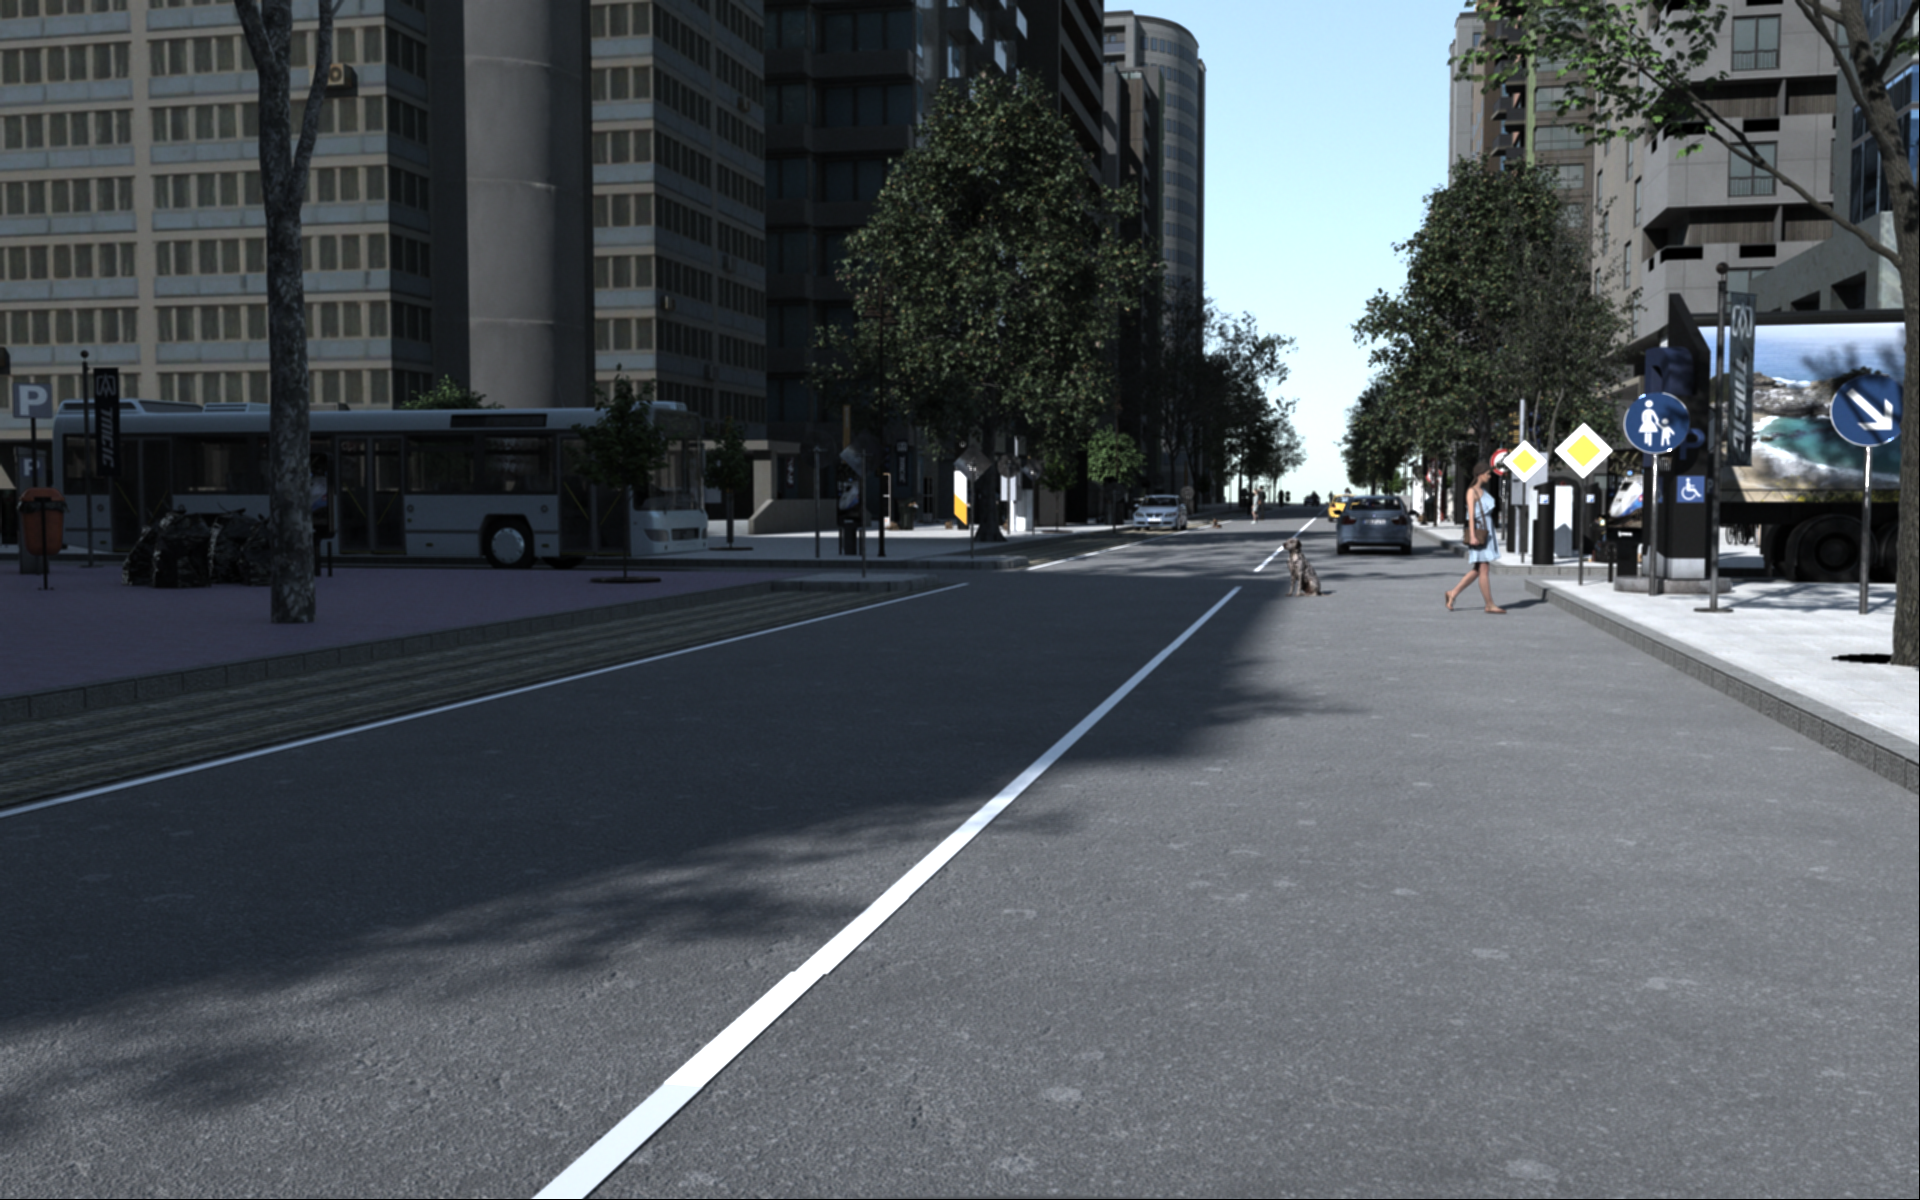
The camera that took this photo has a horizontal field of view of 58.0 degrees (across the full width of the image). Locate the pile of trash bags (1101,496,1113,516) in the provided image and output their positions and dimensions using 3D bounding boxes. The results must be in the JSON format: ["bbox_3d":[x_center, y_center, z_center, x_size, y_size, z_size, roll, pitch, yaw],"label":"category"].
[{"bbox_3d":[8.577,-5.611,101.497,1.912,1.369,3.447,0,4,-6],"label":"pile of trash bags"}]

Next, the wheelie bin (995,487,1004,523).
[{"bbox_3d":[1.492,-4.097,74.895,0.693,1.594,0.980,-2,4,-29],"label":"wheelie bin"}]

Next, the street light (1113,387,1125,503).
[{"bbox_3d":[6.539,-6.068,71.994,0.468,5.910,1.993,1,4,12],"label":"street light"}]

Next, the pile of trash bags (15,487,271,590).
[{"bbox_3d":[-11.210,-0.882,24.177,3.447,1.369,1.912,-2,4,-31],"label":"pile of trash bags"}]

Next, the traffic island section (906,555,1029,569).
[{"bbox_3d":[0.221,-0.742,34.415,2.009,0.180,2.903,1,4,12],"label":"traffic island section"}]

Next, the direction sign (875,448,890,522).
[{"bbox_3d":[-3.584,-5.369,79.773,0.876,3.537,0.379,-3,5,-43],"label":"direction sign"}]

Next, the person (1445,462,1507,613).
[{"bbox_3d":[6.217,-0.753,20.903,0.778,1.811,0.616,3,4,38],"label":"person"}]

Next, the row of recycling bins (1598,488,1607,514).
[{"bbox_3d":[28.115,-4.343,78.124,3.534,1.692,1.069,2,4,32],"label":"row of recycling bins"}]

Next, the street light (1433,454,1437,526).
[{"bbox_3d":[18.849,-5.855,68.517,0.468,5.910,1.993,1,4,12],"label":"street light"}]

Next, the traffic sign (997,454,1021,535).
[{"bbox_3d":[1.529,-3.326,54.493,0.768,2.556,0.104,1,4,17],"label":"traffic sign"}]

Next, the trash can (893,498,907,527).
[{"bbox_3d":[-2.220,-3.348,66.386,0.748,1.137,0.748,0,3,0],"label":"trash can"}]

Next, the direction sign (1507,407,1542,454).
[{"bbox_3d":[14.712,-3.255,45.217,0.876,3.537,0.379,3,4,37],"label":"direction sign"}]

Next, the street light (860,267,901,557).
[{"bbox_3d":[-1.607,-3.828,35.380,0.468,5.910,1.993,1,4,12],"label":"street light"}]

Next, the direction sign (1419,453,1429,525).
[{"bbox_3d":[19.281,-4.884,71.854,0.379,3.537,0.876,2,4,26],"label":"direction sign"}]

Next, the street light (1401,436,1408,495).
[{"bbox_3d":[27.460,-8.208,106.990,0.468,5.910,1.993,1,4,12],"label":"street light"}]

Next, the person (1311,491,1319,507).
[{"bbox_3d":[39.624,-11.261,193.172,0.990,1.755,0.434,0,4,-2],"label":"person"}]

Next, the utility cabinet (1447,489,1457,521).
[{"bbox_3d":[24.445,-4.647,84.658,0.318,1.500,1.173,-1,4,-21],"label":"utility cabinet"}]

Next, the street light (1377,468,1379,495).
[{"bbox_3d":[43.398,-12.661,179.789,0.468,5.910,1.993,1,4,12],"label":"street light"}]

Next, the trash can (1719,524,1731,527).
[{"bbox_3d":[29.613,-3.379,66.903,0.748,1.137,0.748,0,3,0],"label":"trash can"}]

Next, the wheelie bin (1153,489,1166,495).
[{"bbox_3d":[12.384,-6.099,107.619,0.980,1.594,0.693,2,4,29],"label":"wheelie bin"}]

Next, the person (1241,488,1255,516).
[{"bbox_3d":[18.738,-6.304,111.584,1.348,1.823,0.705,0,3,0],"label":"person"}]

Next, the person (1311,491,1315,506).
[{"bbox_3d":[43.636,-12.576,214.097,1.348,1.826,0.705,3,5,43],"label":"person"}]

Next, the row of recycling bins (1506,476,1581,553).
[{"bbox_3d":[13.183,-1.962,39.198,1.069,1.692,3.534,2,4,34],"label":"row of recycling bins"}]

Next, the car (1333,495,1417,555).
[{"bbox_3d":[10.128,-1.852,42.283,2.014,1.417,4.499,1,4,14],"label":"car"}]

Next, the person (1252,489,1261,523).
[{"bbox_3d":[14.525,-4.622,85.080,0.522,1.701,0.512,0,4,-3],"label":"person"}]

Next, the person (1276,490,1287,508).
[{"bbox_3d":[33.654,-10.587,181.224,1.348,1.869,0.705,3,5,44],"label":"person"}]

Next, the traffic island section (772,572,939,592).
[{"bbox_3d":[-1.498,-0.265,26.617,2.009,0.180,2.903,1,4,12],"label":"traffic island section"}]

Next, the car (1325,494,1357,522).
[{"bbox_3d":[19.979,-4.867,89.801,2.015,1.641,3.980,1,4,11],"label":"car"}]

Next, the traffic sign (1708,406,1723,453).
[{"bbox_3d":[10.134,-1.462,24.007,0.768,2.556,0.104,1,4,20],"label":"traffic sign"}]

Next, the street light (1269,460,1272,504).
[{"bbox_3d":[40.737,-15.567,227.304,0.468,5.910,1.993,1,4,12],"label":"street light"}]

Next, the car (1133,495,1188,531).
[{"bbox_3d":[7.940,-3.444,68.319,2.014,1.417,4.499,1,4,14],"label":"car"}]

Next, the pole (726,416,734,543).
[{"bbox_3d":[-6.025,-3.149,45.337,0.158,3.312,0.155,0,3,0],"label":"pole"}]

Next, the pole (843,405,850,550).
[{"bbox_3d":[-2.598,-2.807,39.733,0.158,3.312,0.155,0,3,0],"label":"pole"}]

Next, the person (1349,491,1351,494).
[{"bbox_3d":[35.012,-8.975,156.037,0.742,1.727,0.445,-1,4,-18],"label":"person"}]

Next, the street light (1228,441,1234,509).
[{"bbox_3d":[22.913,-10.639,146.737,0.468,5.910,1.993,1,4,12],"label":"street light"}]

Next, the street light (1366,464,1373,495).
[{"bbox_3d":[53.247,-15.381,224.260,0.468,5.910,1.993,1,4,12],"label":"street light"}]

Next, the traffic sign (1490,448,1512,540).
[{"bbox_3d":[15.155,-2.945,48.257,0.768,2.556,0.104,1,4,17],"label":"traffic sign"}]

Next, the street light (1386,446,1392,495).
[{"bbox_3d":[35.505,-10.433,143.373,0.468,5.910,1.993,1,4,12],"label":"street light"}]

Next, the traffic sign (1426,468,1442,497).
[{"bbox_3d":[22.672,-5.065,82.917,0.768,2.556,0.104,1,4,16],"label":"traffic sign"}]

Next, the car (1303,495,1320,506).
[{"bbox_3d":[42.445,-12.019,209.088,1.945,1.354,3.894,1,4,13],"label":"car"}]

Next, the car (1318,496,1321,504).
[{"bbox_3d":[49.287,-13.986,241.257,1.945,1.354,3.894,1,4,12],"label":"car"}]

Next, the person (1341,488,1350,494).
[{"bbox_3d":[21.604,-5.410,97.226,0.793,1.790,0.793,-3,5,-39],"label":"person"}]

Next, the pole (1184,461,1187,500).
[{"bbox_3d":[14.031,-6.956,107.580,0.158,3.312,0.155,0,3,0],"label":"pole"}]

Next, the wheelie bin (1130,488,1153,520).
[{"bbox_3d":[8.803,-4.716,85.007,0.980,1.594,0.693,1,4,20],"label":"wheelie bin"}]

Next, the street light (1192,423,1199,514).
[{"bbox_3d":[14.964,-8.413,110.334,0.468,5.910,1.993,1,4,12],"label":"street light"}]

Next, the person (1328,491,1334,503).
[{"bbox_3d":[46.366,-12.704,216.290,1.350,1.814,0.705,-2,4,-34],"label":"person"}]

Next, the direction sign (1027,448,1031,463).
[{"bbox_3d":[3.332,-5.068,74.864,0.876,3.537,0.379,1,4,15],"label":"direction sign"}]

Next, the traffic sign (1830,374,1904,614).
[{"bbox_3d":[9.654,-1.121,18.434,0.768,2.556,0.104,1,4,21],"label":"traffic sign"}]

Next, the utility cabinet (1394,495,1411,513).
[{"bbox_3d":[26.510,-5.662,103.734,1.020,1.237,0.306,-2,4,-23],"label":"utility cabinet"}]

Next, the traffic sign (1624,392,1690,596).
[{"bbox_3d":[8.732,-1.325,21.768,0.768,2.556,0.104,1,4,20],"label":"traffic sign"}]

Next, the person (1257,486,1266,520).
[{"bbox_3d":[16.550,-5.347,95.286,0.474,1.900,0.648,2,4,24],"label":"person"}]
